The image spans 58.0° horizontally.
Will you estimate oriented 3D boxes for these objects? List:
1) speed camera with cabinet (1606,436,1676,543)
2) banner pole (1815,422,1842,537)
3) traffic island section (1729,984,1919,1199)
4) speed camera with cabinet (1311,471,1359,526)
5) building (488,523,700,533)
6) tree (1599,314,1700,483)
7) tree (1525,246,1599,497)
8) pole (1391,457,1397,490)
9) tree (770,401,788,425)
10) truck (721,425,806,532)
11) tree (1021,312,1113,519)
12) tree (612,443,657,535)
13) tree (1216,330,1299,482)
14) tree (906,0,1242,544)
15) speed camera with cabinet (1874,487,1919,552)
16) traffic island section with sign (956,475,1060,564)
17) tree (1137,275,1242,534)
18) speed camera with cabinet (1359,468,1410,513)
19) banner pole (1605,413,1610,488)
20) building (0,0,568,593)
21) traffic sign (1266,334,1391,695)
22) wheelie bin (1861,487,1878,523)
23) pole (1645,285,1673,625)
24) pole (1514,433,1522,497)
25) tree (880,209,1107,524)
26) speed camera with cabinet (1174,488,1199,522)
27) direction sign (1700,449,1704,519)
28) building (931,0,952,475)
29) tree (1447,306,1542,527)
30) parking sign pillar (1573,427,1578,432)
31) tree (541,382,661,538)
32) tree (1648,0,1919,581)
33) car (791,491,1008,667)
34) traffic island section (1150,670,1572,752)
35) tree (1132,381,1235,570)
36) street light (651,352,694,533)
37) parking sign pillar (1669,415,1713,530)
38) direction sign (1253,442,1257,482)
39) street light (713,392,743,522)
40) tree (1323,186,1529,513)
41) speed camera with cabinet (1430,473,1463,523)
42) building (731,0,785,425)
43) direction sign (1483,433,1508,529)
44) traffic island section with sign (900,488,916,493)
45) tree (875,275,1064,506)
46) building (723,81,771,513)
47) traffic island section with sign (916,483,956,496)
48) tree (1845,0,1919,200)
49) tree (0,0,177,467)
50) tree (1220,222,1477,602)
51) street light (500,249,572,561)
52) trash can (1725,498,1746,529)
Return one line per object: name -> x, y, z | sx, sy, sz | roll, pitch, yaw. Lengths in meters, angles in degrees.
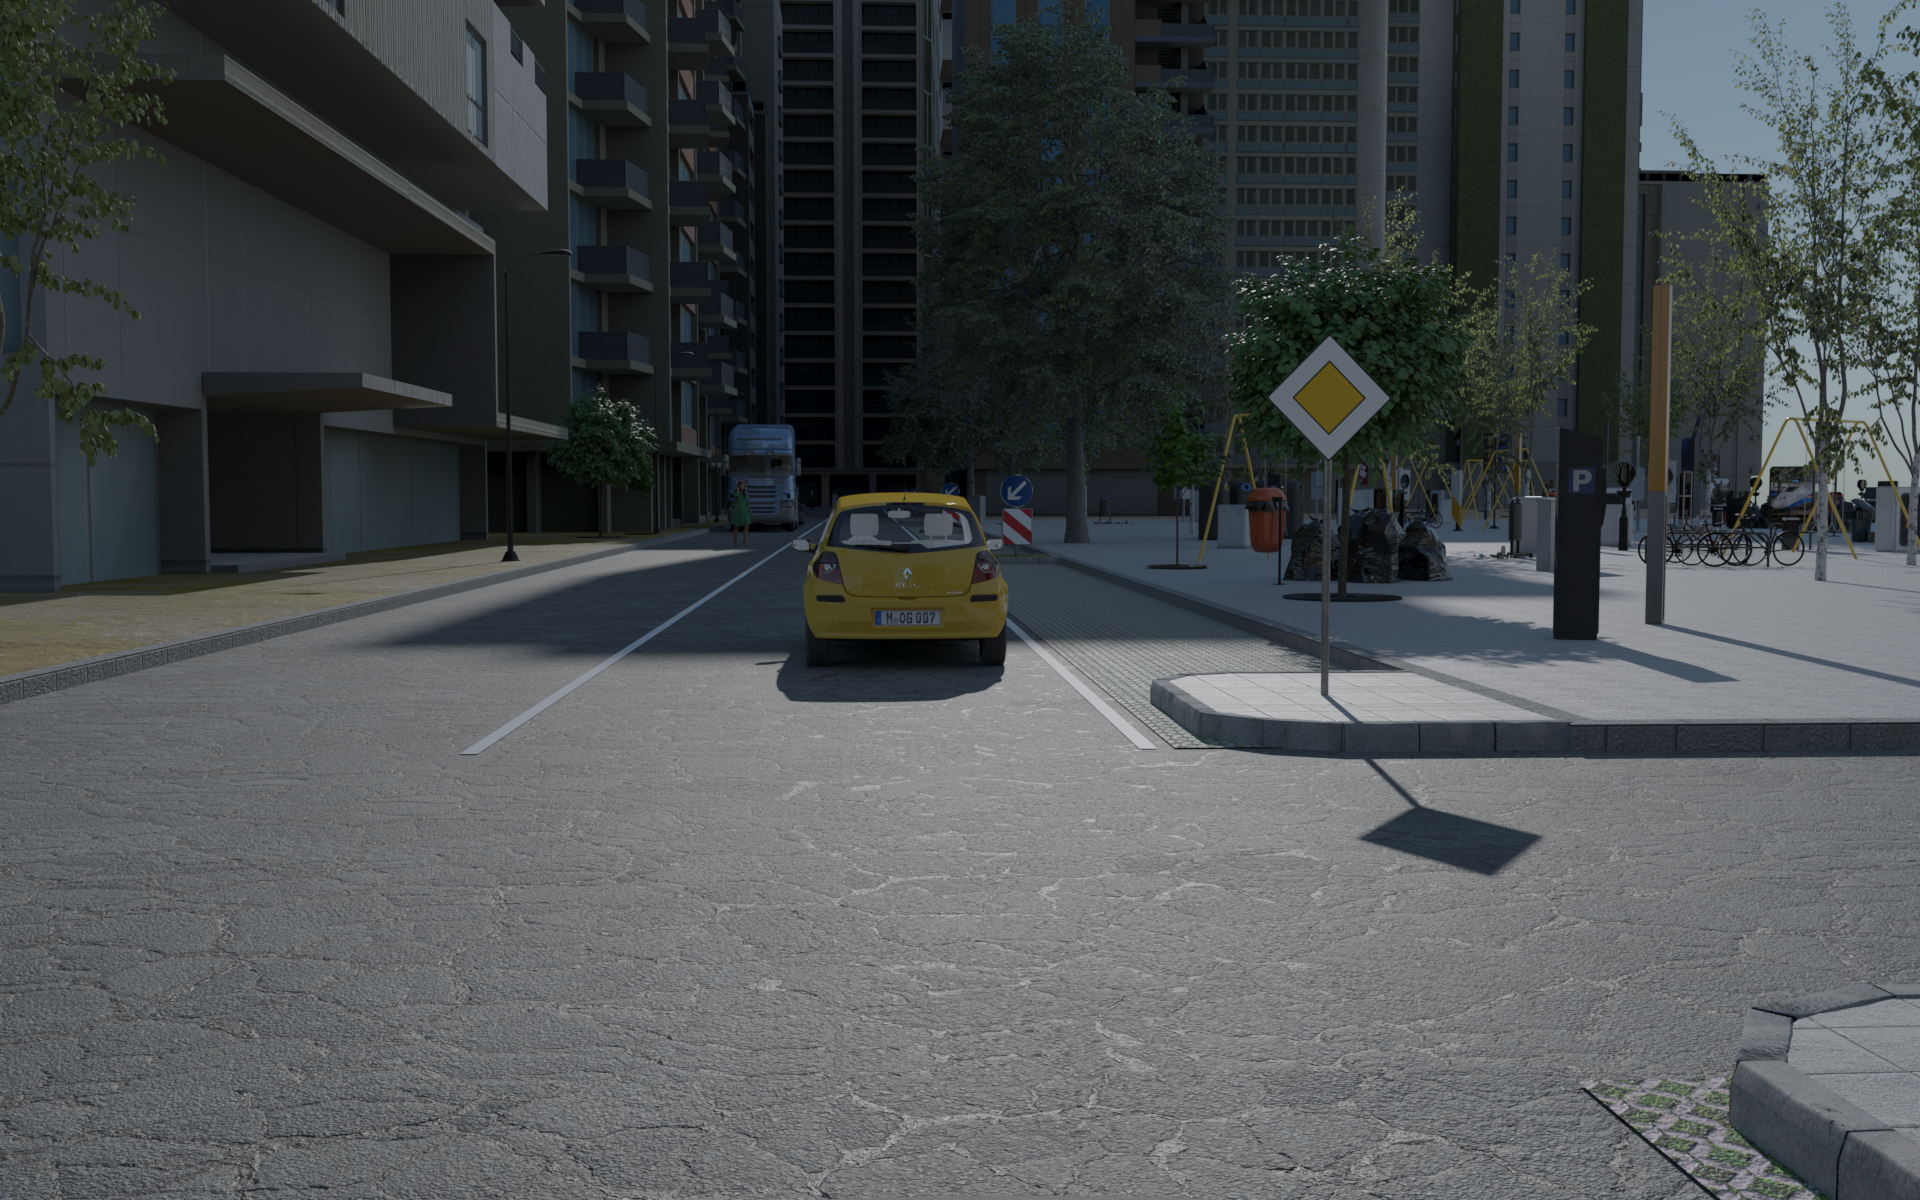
speed camera with cabinet -> 17.642, -3.120, 45.354 | 2.038, 3.252, 0.660 | 1, 4, 21
banner pole -> 26.217, -3.810, 52.316 | 0.401, 3.779, 0.863 | -3, 5, -45
traffic island section -> 2.780, 1.173, 3.101 | 2.009, 0.180, 2.903 | 0, 4, -3
speed camera with cabinet -> 15.168, -4.601, 69.554 | 2.038, 3.252, 0.660 | 1, 4, 17
building -> -20.696, -25.354, 69.157 | 22.147, 44.769, 28.867 | 0, 4, -3
tree -> 28.787, -7.417, 71.636 | 4.737, 8.622, 4.395 | 0, 3, 0
tree -> 16.648, -6.178, 51.374 | 4.360, 8.622, 3.978 | 0, 3, 0
pole -> 13.091, -3.572, 52.238 | 0.158, 3.312, 0.155 | 0, 3, 0
tree -> -15.270, -11.194, 133.379 | 4.360, 8.622, 3.978 | 0, 3, 0
truck -> -7.952, -5.082, 72.845 | 2.967, 4.110, 18.799 | 0, 4, -4
tree -> 4.350, -6.911, 63.359 | 4.737, 8.622, 4.395 | 0, 3, 0
tree -> -10.098, -3.694, 54.994 | 1.663, 3.219, 1.824 | 0, 3, 0
tree -> 12.802, -7.565, 74.049 | 4.737, 8.622, 4.395 | 0, 3, 0
tree -> 3.075, -8.443, 44.693 | 9.857, 13.997, 8.962 | 0, 3, 0
speed camera with cabinet -> 21.477, -2.710, 38.650 | 2.038, 3.252, 0.660 | -1, 4, -18
traffic island section with sign -> 1.006, -1.671, 35.949 | 1.989, 1.847, 2.006 | 0, 4, -3
tree -> 7.379, -6.443, 55.713 | 4.360, 8.622, 3.978 | 0, 3, 0
speed camera with cabinet -> 15.068, -4.082, 61.077 | 2.038, 3.252, 0.660 | -3, 5, -41
banner pole -> 20.121, -3.906, 53.886 | 0.401, 3.779, 0.863 | 1, 4, 23
building -> -23.529, -27.117, 32.595 | 28.713, 52.752, 27.495 | 0, 4, -3
traffic sign -> 2.325, -0.450, 10.996 | 0.795, 2.450, 0.064 | 0, 4, -3
wheelie bin -> 40.850, -4.259, 77.537 | 0.980, 1.594, 0.693 | 3, 5, 39
pole -> 6.871, -1.418, 17.027 | 0.158, 3.312, 0.155 | 0, 3, 0
pole -> 18.639, -3.917, 57.892 | 0.158, 3.312, 0.155 | 0, 3, 0
tree -> 2.210, -9.972, 73.411 | 12.009, 13.543, 11.850 | 0, 3, 0
speed camera with cabinet -> 10.830, -5.261, 80.357 | 2.038, 3.252, 0.660 | -3, 4, -39
direction sign -> 37.467, -5.854, 87.717 | 0.379, 3.537, 0.876 | 0, 4, 5
building -> 11.435, -34.203, 148.449 | 28.713, 52.752, 27.495 | 0, 4, -3
tree -> 20.517, -7.134, 67.009 | 4.737, 8.622, 4.395 | 0, 3, 0
parking sign pillar -> 24.922, -4.999, 70.200 | 1.447, 3.967, 1.447 | 0, 4, 7
tree -> -10.537, -4.105, 50.826 | 4.285, 4.588, 4.351 | 0, 3, 0
tree -> 12.506, -4.589, 25.395 | 4.360, 8.622, 3.978 | 0, 3, 0
car -> -0.550, -0.345, 15.861 | 2.015, 1.641, 3.980 | 0, 4, -4
traffic island section -> 2.348, 0.685, 11.074 | 2.009, 0.180, 2.903 | 0, 4, -3
tree -> 3.741, -2.145, 29.665 | 1.663, 3.219, 1.824 | 0, 3, 0
street light -> -9.413, -5.151, 56.766 | 1.470, 5.913, 1.316 | 0, 4, -3
parking sign pillar -> 24.848, -4.305, 58.865 | 1.447, 3.967, 1.447 | 2, 4, 33
direction sign -> 10.399, -4.228, 61.128 | 0.379, 3.537, 0.876 | 1, 4, 17
street light -> -10.609, -6.528, 79.268 | 1.470, 5.913, 1.316 | 0, 4, -3
tree -> 10.450, -5.568, 41.392 | 4.360, 8.622, 3.978 | 0, 3, 0
speed camera with cabinet -> 21.363, -4.997, 76.044 | 0.660, 3.252, 2.038 | -1, 4, -10
building -> -26.289, -32.164, 149.581 | 21.600, 48.544, 21.300 | 0, 4, -3
direction sign -> 19.745, -4.399, 63.913 | 0.876, 3.537, 0.379 | 0, 3, 0
traffic island section with sign -> -4.630, -8.032, 139.947 | 1.989, 1.847, 2.006 | 0, 4, -3
tree -> 0.428, -10.412, 87.247 | 9.611, 12.733, 9.660 | 0, 3, 0
building -> -20.734, -21.387, 121.384 | 14.160, 30.474, 14.107 | 0, 4, -3
traffic island section with sign -> -0.490, -3.353, 63.456 | 1.989, 1.847, 2.006 | 0, 4, -3
tree -> 10.568, -3.993, 15.641 | 4.737, 8.622, 4.395 | 0, 3, 0
tree -> -8.633, -3.946, 14.884 | 4.737, 8.622, 4.395 | 0, 3, 0
tree -> 4.644, -2.284, 21.056 | 4.285, 4.588, 4.351 | 0, 3, 0
street light -> -8.063, -3.698, 33.000 | 1.470, 5.913, 1.316 | 0, 4, -3
trash can -> 28.588, -3.194, 63.871 | 0.748, 1.137, 0.748 | 0, 3, 0
